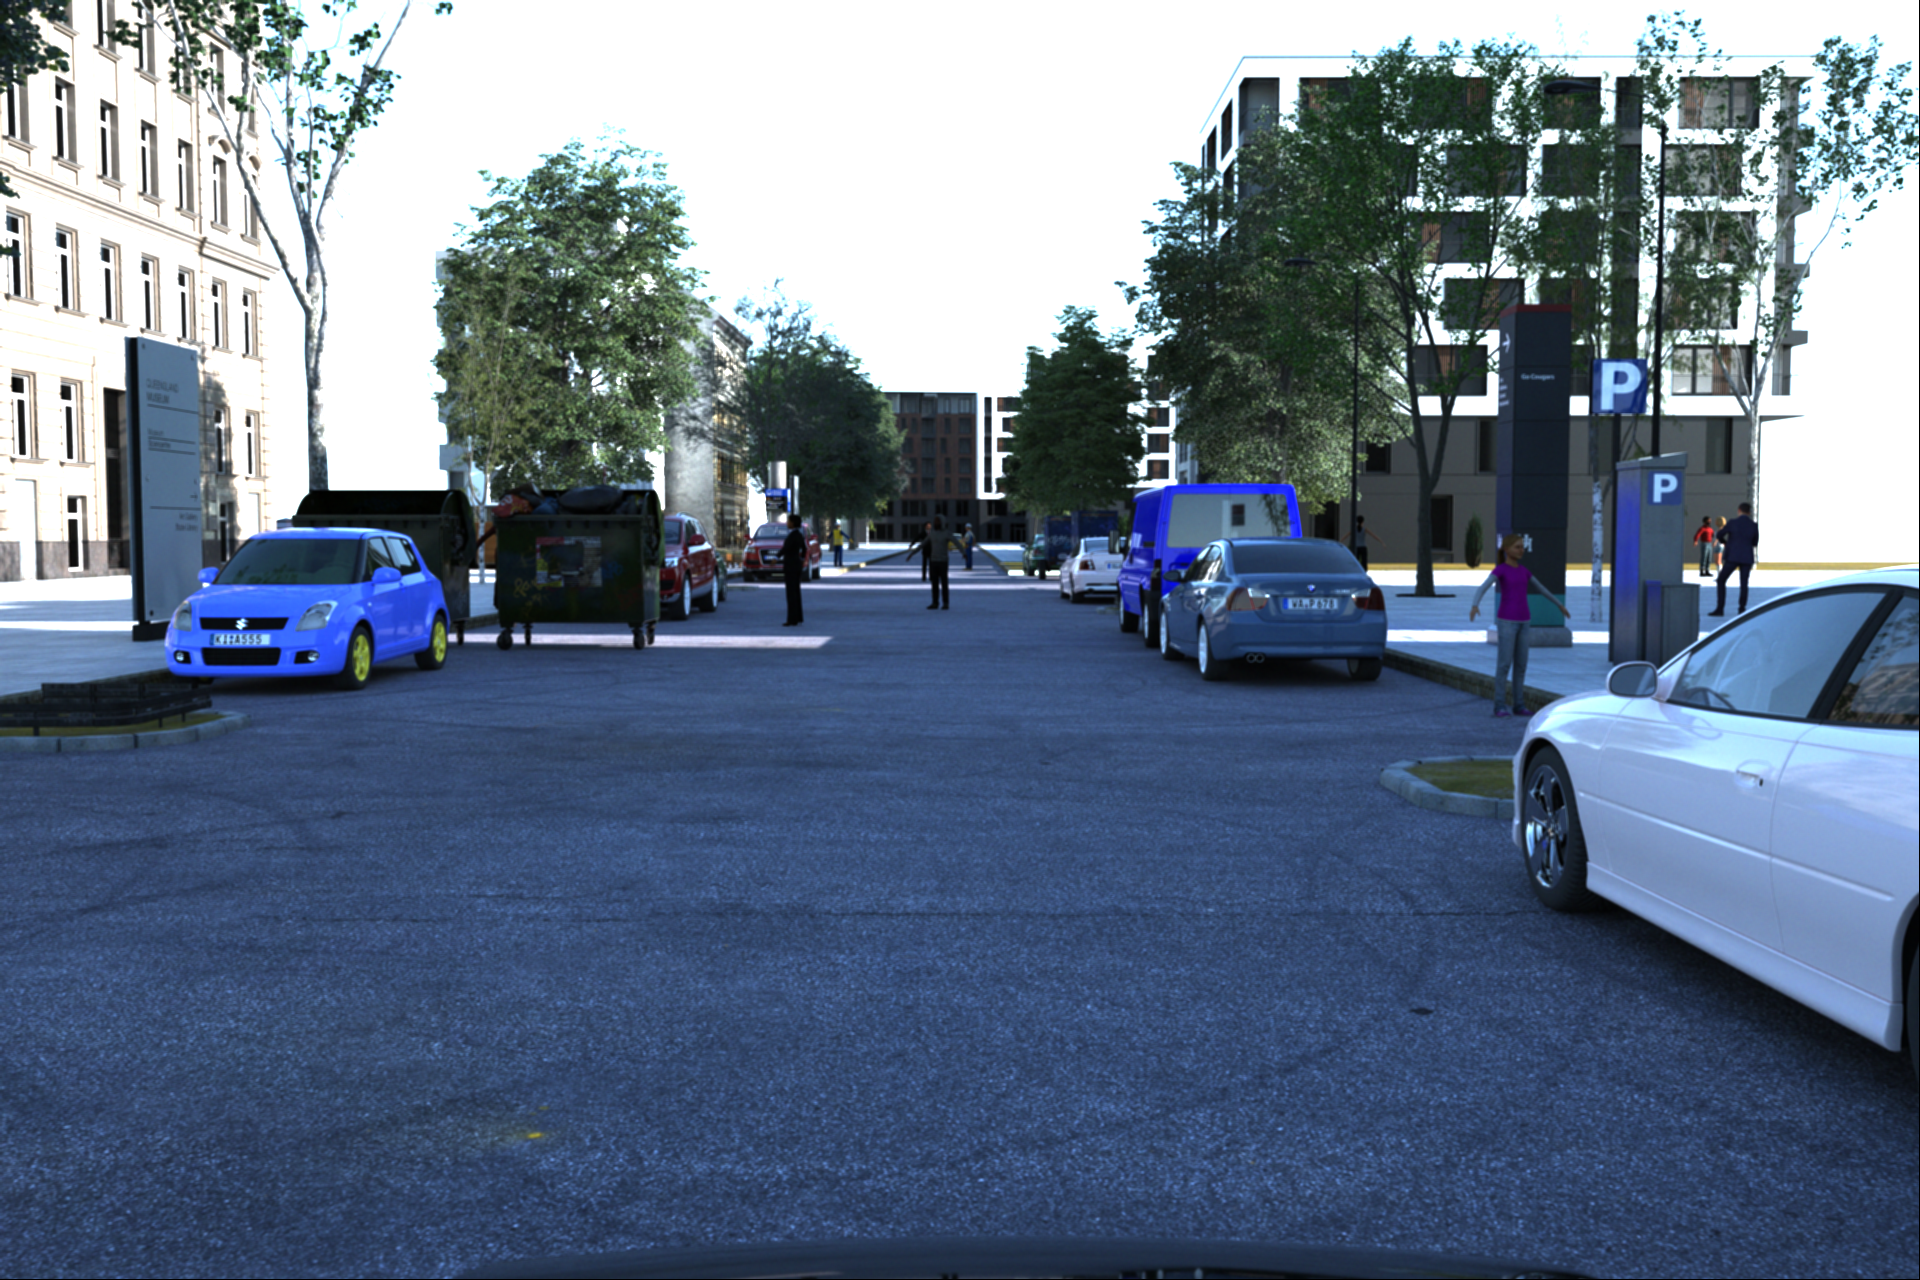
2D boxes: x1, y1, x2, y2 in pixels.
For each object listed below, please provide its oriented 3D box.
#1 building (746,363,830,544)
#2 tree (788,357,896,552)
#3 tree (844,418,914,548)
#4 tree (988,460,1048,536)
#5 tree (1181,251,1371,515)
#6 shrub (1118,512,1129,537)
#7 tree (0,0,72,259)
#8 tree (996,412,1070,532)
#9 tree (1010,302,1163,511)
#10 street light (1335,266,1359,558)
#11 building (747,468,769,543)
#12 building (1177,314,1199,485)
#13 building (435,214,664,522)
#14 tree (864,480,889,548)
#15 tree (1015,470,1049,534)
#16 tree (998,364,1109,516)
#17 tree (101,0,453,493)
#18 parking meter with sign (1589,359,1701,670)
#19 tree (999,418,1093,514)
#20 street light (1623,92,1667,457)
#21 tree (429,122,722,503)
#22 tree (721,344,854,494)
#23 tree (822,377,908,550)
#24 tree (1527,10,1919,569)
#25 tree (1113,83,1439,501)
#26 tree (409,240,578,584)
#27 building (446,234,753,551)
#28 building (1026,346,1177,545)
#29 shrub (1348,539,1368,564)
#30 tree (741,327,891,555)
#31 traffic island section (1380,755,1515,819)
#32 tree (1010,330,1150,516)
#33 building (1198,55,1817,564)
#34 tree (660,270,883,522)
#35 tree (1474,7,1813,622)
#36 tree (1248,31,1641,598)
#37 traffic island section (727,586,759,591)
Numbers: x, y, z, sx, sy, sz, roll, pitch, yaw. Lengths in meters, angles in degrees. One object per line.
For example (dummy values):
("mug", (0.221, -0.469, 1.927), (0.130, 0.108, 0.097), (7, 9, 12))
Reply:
("building", (-26.846, -24.199, 226.579), (19.493, 23.208, 18.063), (0, 4, 1))
("tree", (-9.292, -13.360, 125.084), (9.857, 13.997, 8.962), (0, 3, 0))
("tree", (-9.205, -14.968, 155.090), (12.009, 13.543, 11.850), (0, 3, 0))
("tree", (6.744, -13.572, 156.306), (8.767, 10.594, 7.601), (-1, 4, -10))
("tree", (12.334, -9.187, 68.331), (7.486, 12.596, 7.792), (0, 3, 0))
("shrub", (5.955, -3.592, 62.770), (1.661, 2.075, 1.752), (0, 3, 0))
("tree", (-12.159, -6.567, 14.033), (9.857, 13.997, 8.962), (0, 3, 0))
("tree", (6.836, -13.938, 146.012), (7.486, 12.596, 7.792), (0, 3, 0))
("tree", (6.139, -10.243, 85.597), (7.486, 12.596, 7.792), (0, 3, 0))
("street light", (7.230, -3.472, 29.316), (1.470, 5.913, 1.316), (0, 4, 0))
("building", (-26.068, -15.965, 203.175), (9.099, 9.664, 28.070), (0, 4, -1))
("building", (25.854, -15.765, 124.213), (16.747, 18.905, 31.486), (0, 4, 0))
("building", (-25.018, -15.113, 103.524), (16.016, 20.090, 11.380), (0, 4, 1))
("tree", (-8.503, -13.021, 163.253), (4.737, 8.622, 4.395), (0, 3, 0))
("tree", (6.854, -11.517, 138.661), (4.360, 8.622, 3.978), (0, 3, 0))
("tree", (6.081, -10.970, 105.108), (9.928, 11.665, 9.643), (0, 3, 0))
("tree", (-13.377, -10.731, 31.342), (12.611, 20.169, 13.585), (0, 3, 0))
("parking meter with sign", (6.547, -1.237, 16.481), (0.543, 3.016, 1.738), (0, 3, 0))
("tree", (6.097, -11.254, 118.419), (7.601, 10.594, 8.767), (-2, 4, -26))
("street light", (7.756, -2.775, 17.905), (1.470, 5.913, 1.316), (0, 3, 0))
("tree", (-12.442, -9.058, 54.749), (9.857, 13.997, 8.962), (0, 3, 0))
("tree", (-9.212, -10.316, 94.420), (9.928, 11.665, 9.643), (0, 3, 0))
("tree", (-8.818, -14.323, 140.839), (9.857, 13.997, 8.962), (0, 3, 0))
("tree", (27.823, -12.709, 63.681), (12.611, 20.169, 13.585), (0, 3, 0))
("tree", (9.379, -8.830, 51.026), (9.857, 13.997, 8.962), (0, 3, 0))
("tree", (-12.386, -5.728, 44.017), (4.360, 8.622, 3.978), (0, 3, 0))
("building", (-26.074, -18.161, 127.866), (19.493, 23.208, 18.063), (0, 3, 0))
("building", (21.638, -22.076, 204.912), (27.936, 21.610, 32.646), (0, 4, 0))
("shrub", (14.821, -3.294, 64.980), (1.383, 1.207, 1.383), (0, 3, 0))
("tree", (-8.863, -12.162, 105.510), (9.857, 13.997, 8.962), (0, 3, 0))
("traffic island section", (3.403, 0.815, 9.548), (1.991, 0.108, 1.994), (0, 4, 0))
("tree", (6.599, -10.853, 95.566), (7.486, 12.596, 7.792), (0, 3, 0))
("building", (26.130, -15.088, 90.664), (27.936, 21.610, 32.646), (0, 4, 0))
("tree", (-8.968, -10.453, 81.282), (12.009, 13.543, 11.850), (0, 3, 0))
("tree", (9.134, -4.576, 25.174), (4.360, 8.622, 3.978), (0, 3, 0))
("tree", (9.626, -6.692, 35.168), (9.928, 11.665, 9.643), (0, 3, 0))
("traffic island section", (-6.188, -1.309, 44.272), (1.991, 0.108, 1.994), (0, 4, 0))
